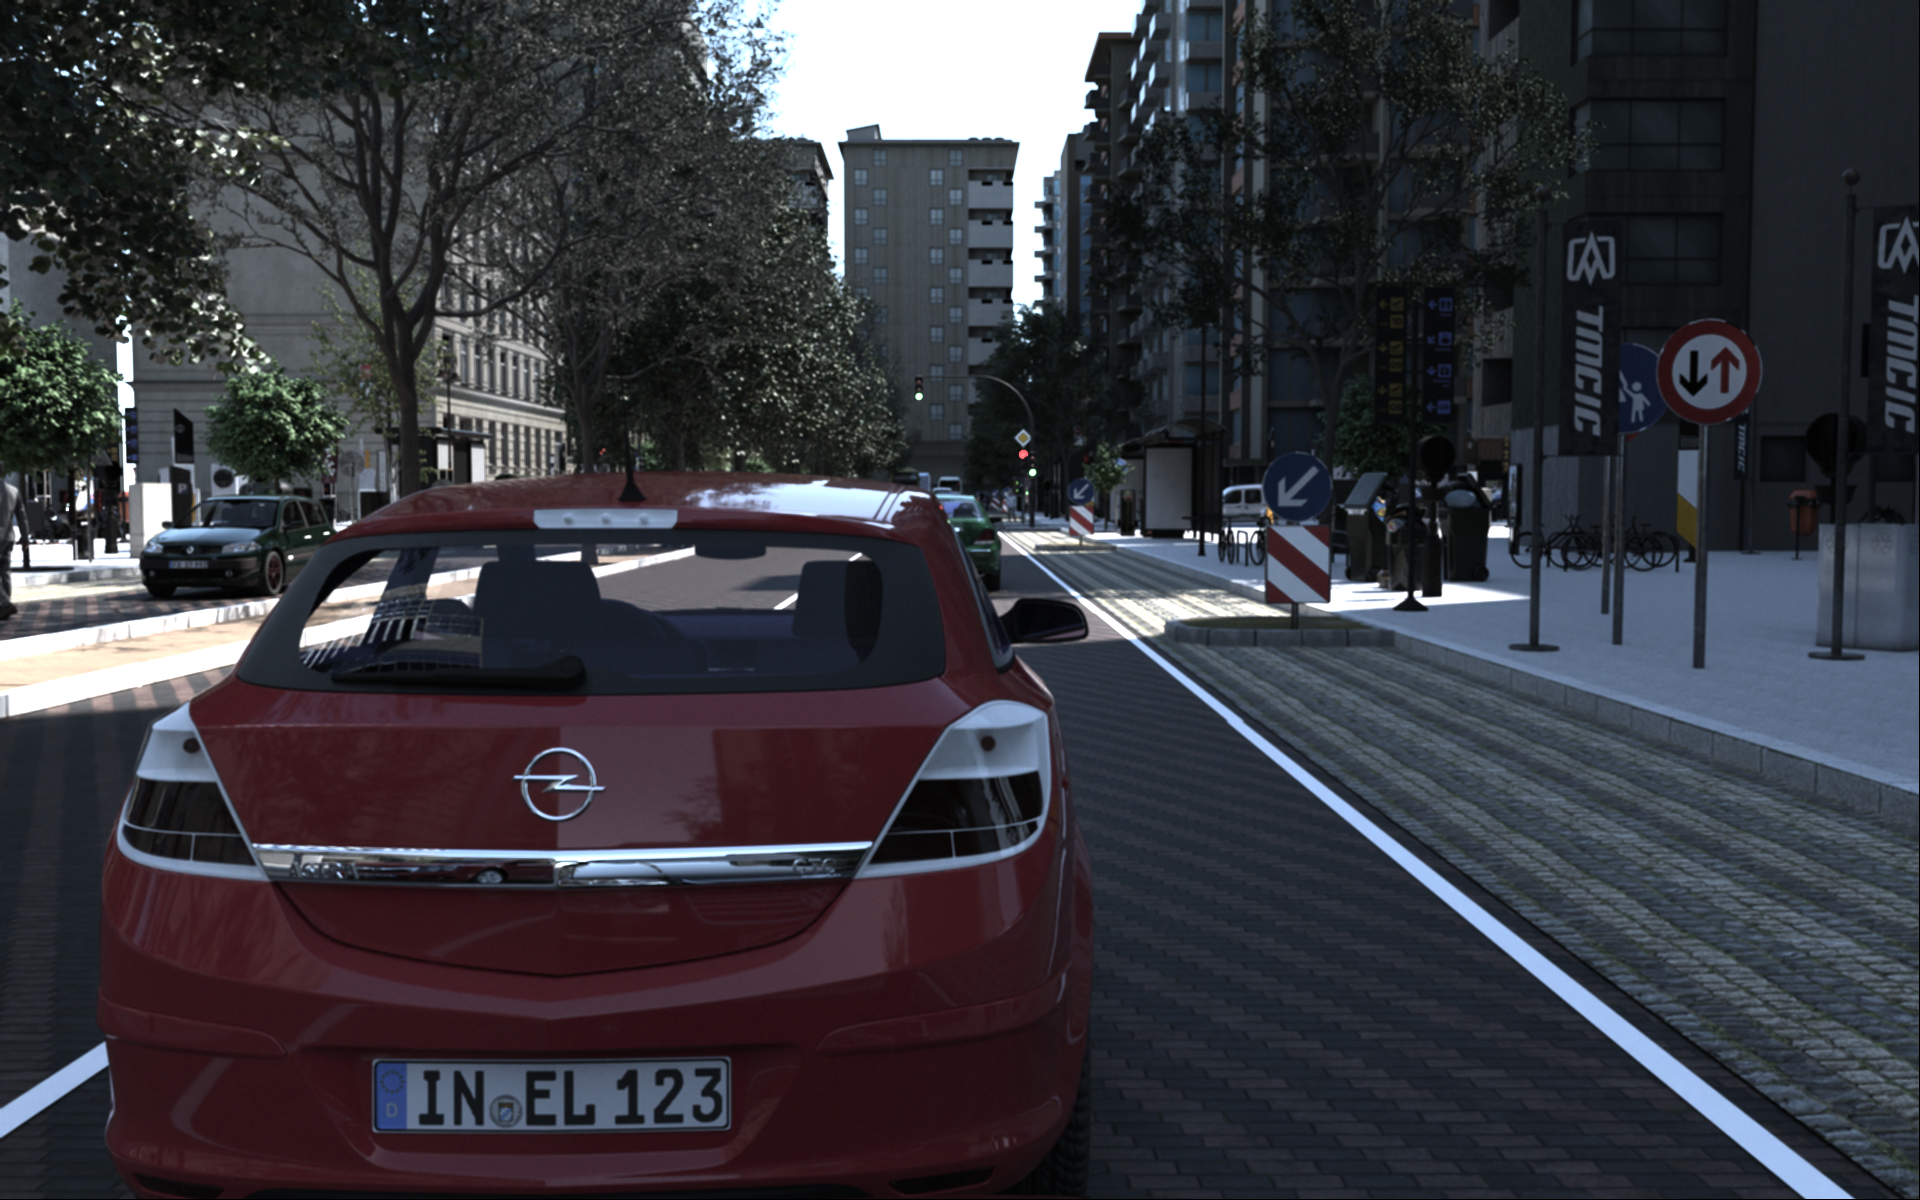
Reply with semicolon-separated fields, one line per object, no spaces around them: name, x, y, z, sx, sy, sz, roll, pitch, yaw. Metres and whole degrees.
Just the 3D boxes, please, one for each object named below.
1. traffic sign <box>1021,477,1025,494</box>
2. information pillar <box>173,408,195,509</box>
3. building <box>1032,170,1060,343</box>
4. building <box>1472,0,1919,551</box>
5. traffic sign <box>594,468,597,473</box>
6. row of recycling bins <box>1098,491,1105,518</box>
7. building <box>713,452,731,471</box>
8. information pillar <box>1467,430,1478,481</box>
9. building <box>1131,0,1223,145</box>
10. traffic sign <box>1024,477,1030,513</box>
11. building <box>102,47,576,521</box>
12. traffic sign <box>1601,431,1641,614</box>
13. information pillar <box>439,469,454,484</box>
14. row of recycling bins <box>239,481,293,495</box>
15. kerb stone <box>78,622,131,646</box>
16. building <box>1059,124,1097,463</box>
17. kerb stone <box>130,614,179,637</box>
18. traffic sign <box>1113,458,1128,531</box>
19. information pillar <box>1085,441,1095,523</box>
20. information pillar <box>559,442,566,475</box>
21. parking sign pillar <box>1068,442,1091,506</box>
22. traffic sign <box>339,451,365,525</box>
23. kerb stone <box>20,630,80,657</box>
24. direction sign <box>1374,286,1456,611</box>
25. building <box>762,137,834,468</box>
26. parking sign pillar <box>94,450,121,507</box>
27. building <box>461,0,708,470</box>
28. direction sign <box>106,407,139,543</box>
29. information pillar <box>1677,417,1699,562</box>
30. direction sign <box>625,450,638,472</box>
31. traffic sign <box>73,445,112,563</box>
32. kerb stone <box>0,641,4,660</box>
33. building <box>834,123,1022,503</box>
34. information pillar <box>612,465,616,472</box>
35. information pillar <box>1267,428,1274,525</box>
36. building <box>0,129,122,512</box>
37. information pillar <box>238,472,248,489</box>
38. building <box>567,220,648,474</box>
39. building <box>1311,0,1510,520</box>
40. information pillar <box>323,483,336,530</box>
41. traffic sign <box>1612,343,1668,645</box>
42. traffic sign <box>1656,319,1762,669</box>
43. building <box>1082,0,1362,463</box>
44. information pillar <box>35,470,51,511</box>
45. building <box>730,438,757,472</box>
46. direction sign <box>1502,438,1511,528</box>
traffic sign;4.611;-7.622;124.729;0.768;2.556;0.104;0;4;3
information pillar;-21.117;-3.412;47.141;0.504;3.616;0.183;-3;4;-38
building;25.733;-38.696;252.285;30.456;49.044;23.786;0;4;0
building;20.884;-16.715;44.992;14.160;30.474;14.107;0;4;0
traffic sign;-16.360;-4.715;77.089;0.884;2.594;0.081;0;4;0
row of recycling bins;8.881;-5.291;93.617;3.534;1.692;1.069;-3;4;-38
building;-31.477;-30.233;177.904;14.154;41.232;14.086;0;4;0
information pillar;18.655;-4.390;63.133;0.183;3.616;0.504;-2;4;-24
building;25.131;-31.460;133.978;23.786;49.044;30.456;0;4;0
traffic sign;4.727;-7.350;120.279;0.768;2.556;0.104;0;3;0
building;-32.456;-16.120;96.849;16.112;22.955;30.059;0;4;0
traffic sign;6.910;-1.123;18.474;0.768;2.556;0.104;0;4;6
information pillar;-15.168;-2.855;51.170;0.304;2.012;0.304;2;4;24
row of recycling bins;-23.102;-3.085;57.545;1.069;1.692;3.534;-3;4;-39
kerb stone;-8.294;0.339;16.660;0.120;0.150;1.000;0;4;0
building;19.405;-34.265;210.347;14.600;45.320;14.200;0;4;0
kerb stone;-8.289;0.276;17.682;0.120;0.150;1.000;0;4;0
traffic sign;5.480;-3.704;60.673;0.768;2.556;0.104;0;4;5
information pillar;5.762;-5.245;77.105;0.504;3.616;0.183;2;4;27
information pillar;-17.966;-5.322;78.371;0.183;3.616;0.504;1;4;10
parking sign pillar;6.043;-6.050;87.397;1.447;3.967;1.447;-1;4;-10
traffic sign;-17.930;-3.117;51.069;0.768;2.556;0.104;0;4;2
kerb stone;-8.278;0.401;15.635;0.120;0.150;1.000;0;4;0
direction sign;4.971;-1.652;19.001;0.876;3.537;0.379;0;4;-2
building;-30.797;-40.699;254.666;27.495;52.752;28.713;0;4;0
parking sign pillar;-42.754;-6.008;86.707;1.447;3.967;1.447;2;4;28
building;-35.191;-32.792;159.851;21.300;48.544;21.600;0;4;0
direction sign;-21.818;-3.250;45.140;0.876;3.537;0.379;0;4;4
information pillar;13.753;-2.518;32.519;0.504;3.616;0.183;3;5;44
direction sign;-16.846;-5.920;88.796;0.876;3.537;0.379;2;4;31
traffic sign;-16.135;-1.961;32.065;0.884;2.594;0.081;0;4;1
kerb stone;-8.282;0.464;14.613;0.120;0.150;1.000;0;4;0
building;-3.301;-40.693;254.561;27.495;52.752;28.713;0;4;0
information pillar;-18.852;-6.289;94.179;0.183;3.616;0.504;1;4;23
information pillar;11.015;-4.288;61.469;0.183;3.616;0.504;2;4;27
building;-52.923;-14.161;86.286;16.860;20.320;10.420;0;4;0
information pillar;-31.244;-5.156;75.653;0.504;3.616;0.183;-2;4;-25
building;-31.378;-19.034;130.295;14.460;24.649;34.723;0;4;0
building;27.243;-26.861;93.796;28.867;44.769;22.147;0;4;0
information pillar;-20.694;-3.201;56.828;0.304;2.012;0.304;0;4;3
traffic sign;5.609;-0.893;14.701;0.768;2.556;0.104;1;4;9
traffic sign;5.448;-0.770;12.694;0.768;2.556;0.104;0;4;0
building;23.135;-31.174;164.318;22.147;44.769;28.867;0;4;0
information pillar;-26.931;-2.837;50.882;0.304;2.012;0.304;0;4;-1
building;-39.148;-21.996;204.672;28.899;21.520;27.650;0;4;0
direction sign;20.876;-4.508;65.710;0.379;3.537;0.876;-2;4;-27
